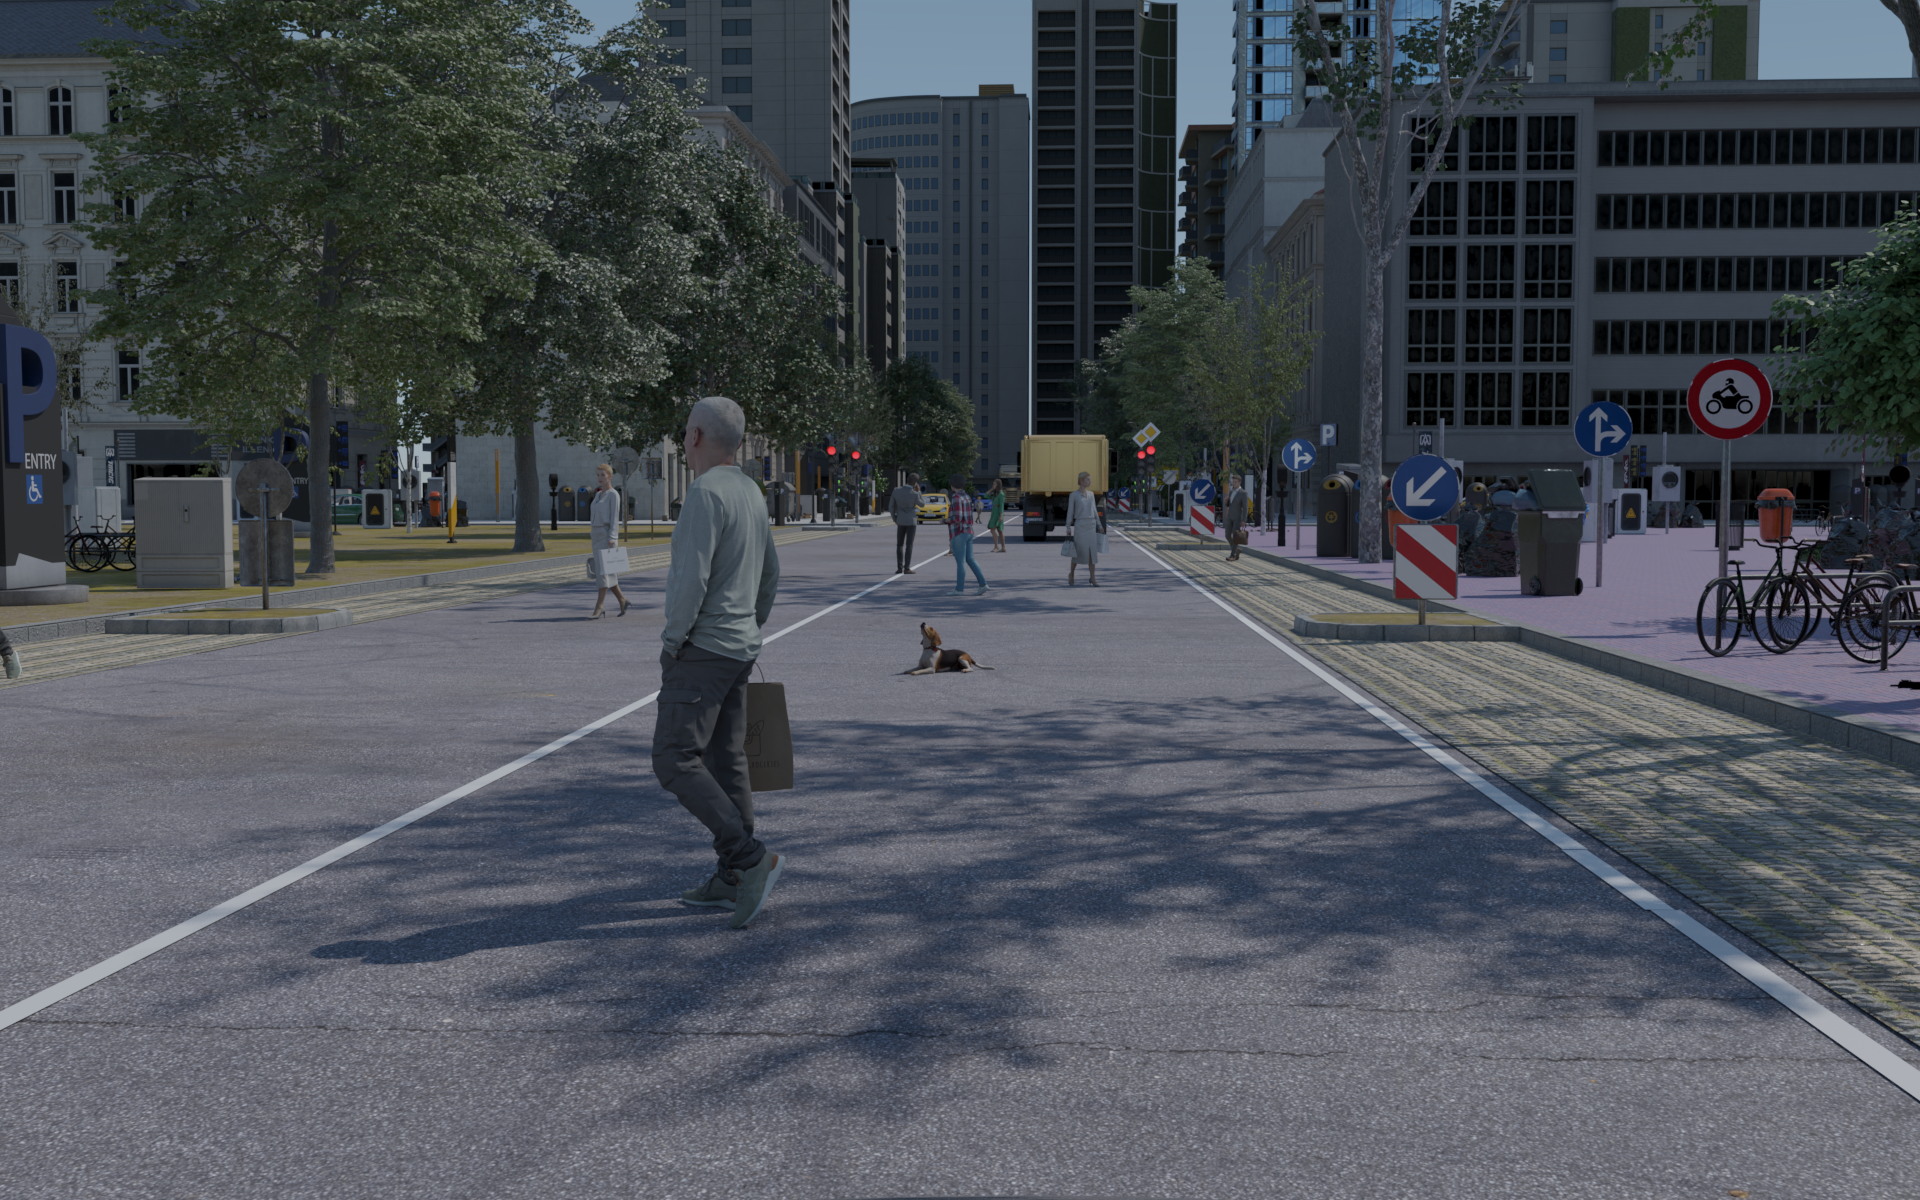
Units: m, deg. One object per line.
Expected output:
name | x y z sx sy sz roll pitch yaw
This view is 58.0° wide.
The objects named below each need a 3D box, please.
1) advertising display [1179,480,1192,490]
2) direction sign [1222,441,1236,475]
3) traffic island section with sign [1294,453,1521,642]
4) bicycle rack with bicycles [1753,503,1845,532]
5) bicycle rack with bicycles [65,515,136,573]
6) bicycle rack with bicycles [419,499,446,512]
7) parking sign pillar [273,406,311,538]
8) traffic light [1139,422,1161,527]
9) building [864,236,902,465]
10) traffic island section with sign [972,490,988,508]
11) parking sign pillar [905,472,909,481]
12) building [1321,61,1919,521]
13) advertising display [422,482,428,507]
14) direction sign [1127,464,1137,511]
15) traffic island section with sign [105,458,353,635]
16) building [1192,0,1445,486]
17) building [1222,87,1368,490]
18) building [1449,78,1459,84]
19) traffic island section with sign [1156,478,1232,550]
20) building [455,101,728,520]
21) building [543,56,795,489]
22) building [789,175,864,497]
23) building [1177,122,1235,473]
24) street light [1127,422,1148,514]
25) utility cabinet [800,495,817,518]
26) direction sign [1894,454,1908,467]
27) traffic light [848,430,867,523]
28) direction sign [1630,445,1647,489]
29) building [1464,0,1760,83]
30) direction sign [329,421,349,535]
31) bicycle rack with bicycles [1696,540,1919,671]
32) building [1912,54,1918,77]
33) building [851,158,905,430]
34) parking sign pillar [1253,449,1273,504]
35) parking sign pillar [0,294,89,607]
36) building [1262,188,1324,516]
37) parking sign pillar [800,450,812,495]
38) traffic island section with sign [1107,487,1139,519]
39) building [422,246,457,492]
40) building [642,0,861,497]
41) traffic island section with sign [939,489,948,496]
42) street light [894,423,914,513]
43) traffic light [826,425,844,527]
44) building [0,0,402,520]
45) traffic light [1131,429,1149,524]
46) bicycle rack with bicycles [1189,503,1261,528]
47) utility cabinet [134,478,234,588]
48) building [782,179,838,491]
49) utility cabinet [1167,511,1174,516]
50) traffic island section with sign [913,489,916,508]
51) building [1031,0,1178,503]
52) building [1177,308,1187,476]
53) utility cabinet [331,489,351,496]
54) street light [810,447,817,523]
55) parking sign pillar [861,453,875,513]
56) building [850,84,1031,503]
advertising display | 10.162 -4.441 77.826 0.123 1.923 0.974 -2 4 -29
direction sign | 11.575 -5.049 74.547 0.379 3.537 0.876 -2 4 -30
traffic island section with sign | 4.481 -0.555 17.697 1.989 1.847 2.006 0 4 3
bicycle rack with bicycles | 25.832 -2.434 53.171 2.852 0.926 2.925 3 4 37
bicycle rack with bicycles | -14.170 -0.967 29.193 2.925 0.926 2.852 -1 4 -8
bicycle rack with bicycles | -41.949 -7.476 135.608 2.852 0.926 2.925 3 5 43
parking sign pillar | -19.531 -3.824 50.987 1.447 3.967 1.447 1 4 13
traffic light | 7.395 -4.804 67.460 0.839 4.253 0.868 0 4 3
building | -14.090 -25.855 194.433 14.160 30.474 14.107 0 4 3
traffic island section with sign | 1.806 -10.376 178.269 1.989 1.847 2.006 0 4 3
parking sign pillar | -4.409 -9.616 145.700 1.447 3.967 1.447 1 4 12
building | 34.692 -16.487 88.624 30.058 24.678 14.314 0 4 3
advertising display | -29.600 -5.567 96.236 0.123 1.923 0.974 0 4 7
direction sign | 13.101 -8.551 131.813 0.876 3.537 0.379 -1 4 -19
traffic island section with sign | -7.659 -0.604 18.497 1.989 1.847 2.006 0 4 3
building | 35.578 -52.489 170.862 22.319 86.520 31.000 0 4 3
building | 27.302 -21.840 134.579 11.434 29.767 29.804 0 4 3
building | 60.441 -43.248 249.100 28.212 58.520 21.231 0 4 3
traffic island section with sign | 6.082 -2.205 44.687 1.989 1.847 2.006 0 4 3
building | -19.186 -14.583 93.178 10.420 20.320 16.860 0 4 3
building | -19.399 -19.939 113.386 14.401 28.519 23.554 0 4 3
building | -17.028 -23.730 159.693 14.160 30.474 14.107 0 4 3
building | 36.786 -33.498 202.321 22.147 44.769 28.867 0 4 3
street light | 11.493 -8.538 112.144 1.470 5.913 1.316 0 4 3
utility cabinet | -8.097 -4.946 92.024 1.020 1.237 0.306 2 4 31
direction sign | 41.330 -5.147 76.154 0.379 3.537 0.876 0 4 -5
traffic light | -4.523 -5.335 76.147 0.839 4.253 0.868 0 4 3
direction sign | 31.438 -5.403 80.330 0.876 3.537 0.379 -1 4 -19
building | 75.338 -40.452 203.384 28.212 58.520 21.231 0 4 3
direction sign | -19.401 -3.774 53.704 0.876 3.537 0.379 -1 4 -12
bicycle rack with bicycles | 7.147 -0.021 13.733 2.925 0.926 2.852 -1 4 -14
building | 59.516 -16.329 84.993 19.932 24.808 12.078 0 4 3
building | -13.925 -32.358 212.645 14.086 41.232 14.154 0 4 3
parking sign pillar | 17.728 -6.937 101.898 1.447 3.967 1.447 -2 4 -25
parking sign pillar | -11.083 -1.948 20.320 1.447 3.967 1.447 0 4 1
building | 26.025 -16.712 109.398 11.583 22.565 21.152 0 4 3
parking sign pillar | -9.512 -7.216 106.452 1.447 3.967 1.447 -2 4 -28
traffic island section with sign | 9.359 -5.595 100.099 1.989 1.847 2.006 0 4 3
building | -57.658 -34.569 215.315 14.200 45.320 14.600 0 4 3
building | -19.643 -45.132 176.161 20.563 71.187 20.611 0 4 3
traffic island section with sign | -1.141 -7.319 128.289 1.989 1.847 2.006 0 4 3
street light | -3.714 -8.618 113.449 1.470 5.913 1.316 0 4 3
traffic light | -4.995 -4.847 68.176 0.839 4.253 0.868 0 4 3
building | -54.617 -19.407 93.720 44.131 29.872 17.030 0 4 3
traffic light | 7.867 -5.291 75.431 0.839 4.253 0.868 0 4 3
bicycle rack with bicycles | 10.064 -3.230 66.199 2.925 0.926 2.852 0 4 -1
utility cabinet | -10.438 -0.894 23.294 1.173 1.500 0.318 0 4 -2
building | -18.168 -21.016 137.118 14.314 27.812 24.014 0 4 3
utility cabinet | 12.550 -5.538 101.716 0.306 1.237 1.020 2 4 35
traffic island section with sign | -2.778 -5.639 100.825 1.989 1.847 2.006 0 4 3
building | 20.792 -49.675 250.433 20.611 71.187 20.563 0 4 3
building | 38.303 -29.125 247.896 14.107 30.474 14.160 0 4 3
utility cabinet | -27.871 -4.216 77.603 1.173 1.500 0.318 0 4 8
street light | -5.923 -6.335 76.120 1.470 5.913 1.316 0 4 3
parking sign pillar | -6.086 -7.667 113.834 1.447 3.967 1.447 1 4 21
building | -3.947 -43.472 252.758 28.212 58.520 21.231 0 4 3
